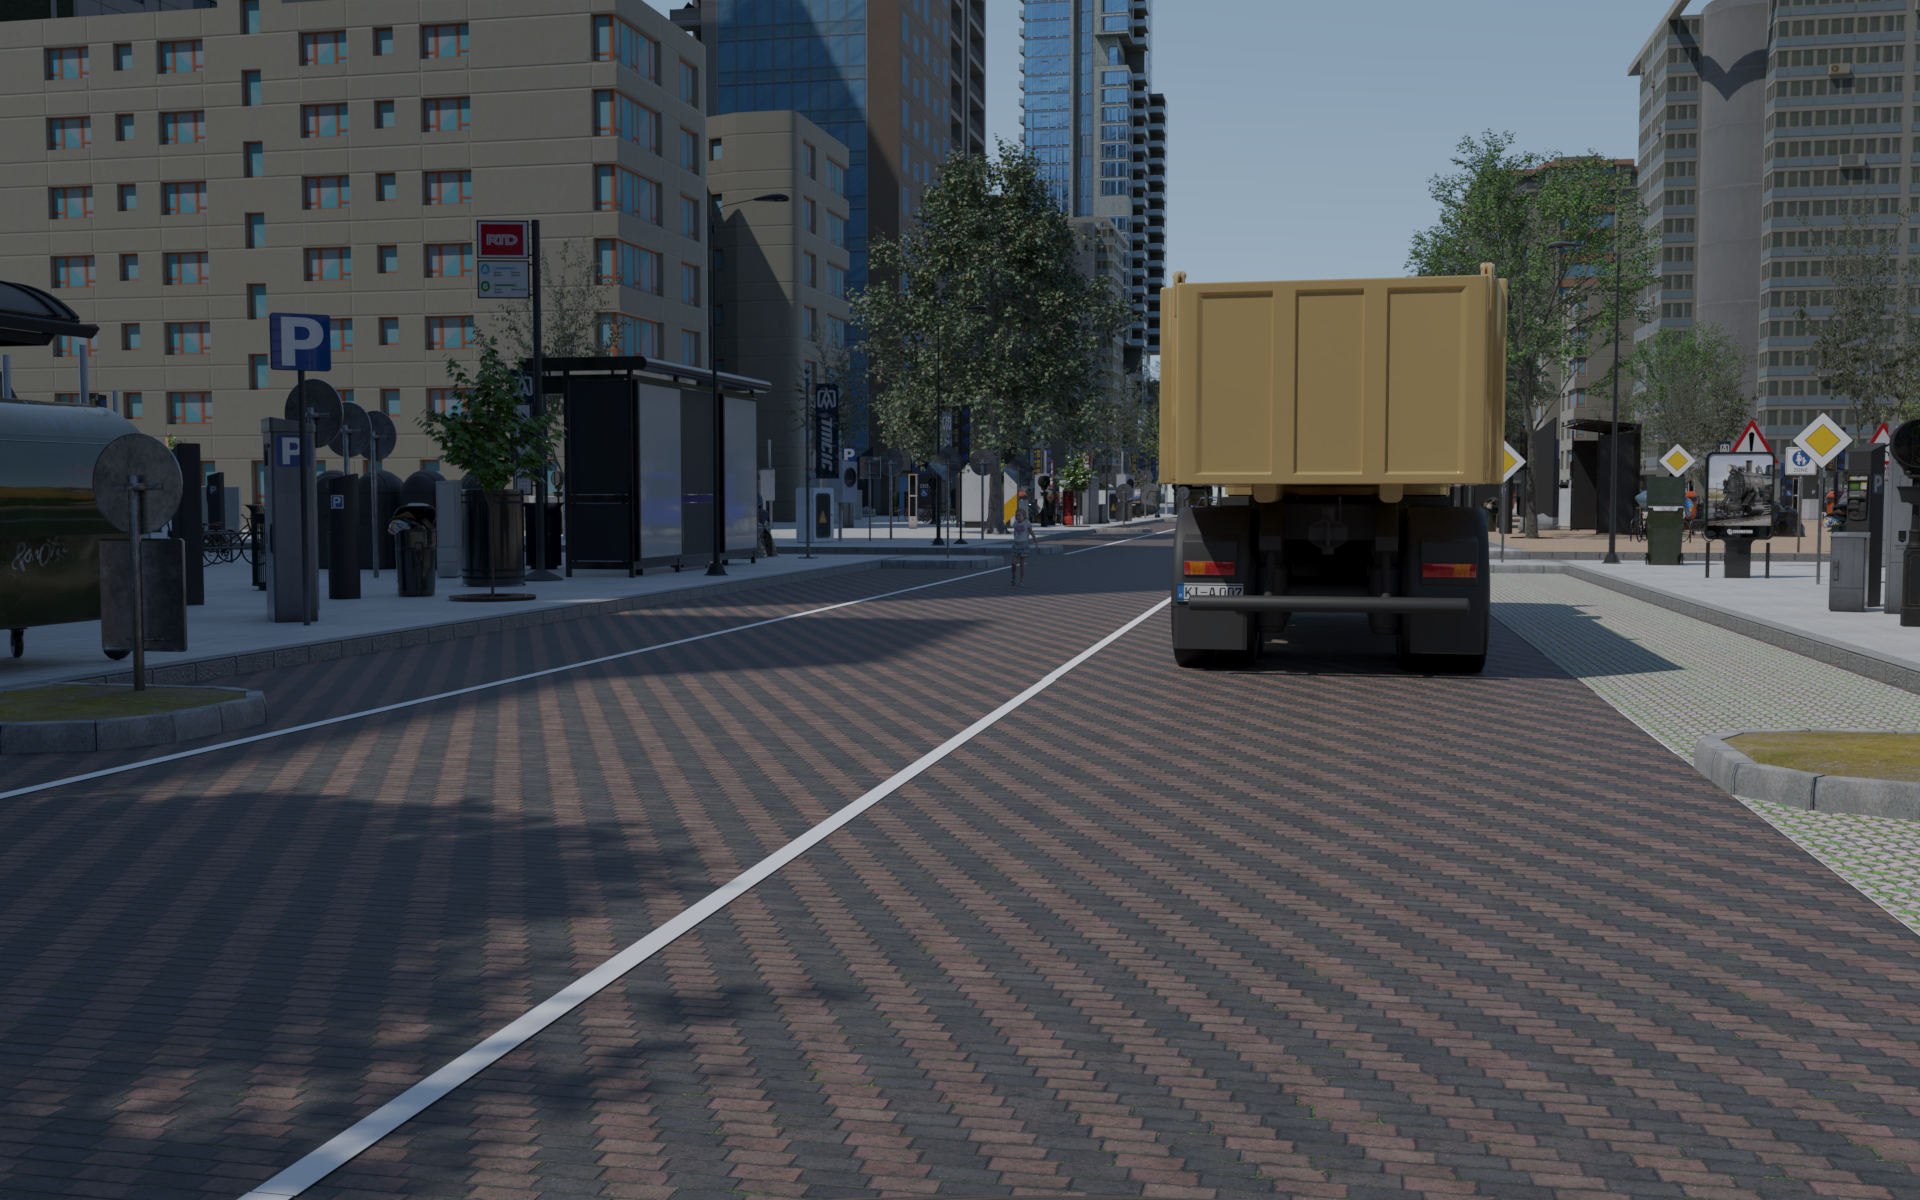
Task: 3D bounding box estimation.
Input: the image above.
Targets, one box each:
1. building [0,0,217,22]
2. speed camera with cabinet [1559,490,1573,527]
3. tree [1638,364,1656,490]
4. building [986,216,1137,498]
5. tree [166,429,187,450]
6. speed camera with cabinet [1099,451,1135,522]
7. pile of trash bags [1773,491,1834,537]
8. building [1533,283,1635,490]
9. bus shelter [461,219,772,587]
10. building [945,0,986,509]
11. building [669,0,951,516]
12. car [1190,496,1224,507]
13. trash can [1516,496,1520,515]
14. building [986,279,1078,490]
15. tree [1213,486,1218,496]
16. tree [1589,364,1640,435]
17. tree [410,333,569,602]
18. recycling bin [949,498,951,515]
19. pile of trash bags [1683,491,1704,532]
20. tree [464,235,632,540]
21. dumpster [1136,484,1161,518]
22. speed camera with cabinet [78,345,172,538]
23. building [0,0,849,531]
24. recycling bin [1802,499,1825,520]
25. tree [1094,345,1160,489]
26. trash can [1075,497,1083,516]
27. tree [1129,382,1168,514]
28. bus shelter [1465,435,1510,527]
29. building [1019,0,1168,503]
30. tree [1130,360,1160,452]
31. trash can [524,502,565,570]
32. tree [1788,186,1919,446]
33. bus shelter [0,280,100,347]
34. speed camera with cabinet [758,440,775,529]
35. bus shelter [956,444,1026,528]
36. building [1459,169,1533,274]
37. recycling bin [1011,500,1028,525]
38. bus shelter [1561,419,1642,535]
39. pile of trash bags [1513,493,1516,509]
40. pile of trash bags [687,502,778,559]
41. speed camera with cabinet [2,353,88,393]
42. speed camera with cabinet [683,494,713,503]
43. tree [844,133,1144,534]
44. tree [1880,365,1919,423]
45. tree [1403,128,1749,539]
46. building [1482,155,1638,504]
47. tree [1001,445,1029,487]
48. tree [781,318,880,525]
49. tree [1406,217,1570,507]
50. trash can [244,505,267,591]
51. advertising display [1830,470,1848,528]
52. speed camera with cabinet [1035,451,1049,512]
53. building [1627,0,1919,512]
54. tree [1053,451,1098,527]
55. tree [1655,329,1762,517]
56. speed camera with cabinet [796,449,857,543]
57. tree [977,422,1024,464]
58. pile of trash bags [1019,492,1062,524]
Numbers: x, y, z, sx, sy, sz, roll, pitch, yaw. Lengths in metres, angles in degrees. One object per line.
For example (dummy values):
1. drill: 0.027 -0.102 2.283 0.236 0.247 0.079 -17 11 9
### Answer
1. building: -47.428 -39.082 77.238 20.611 71.187 20.563 1 4 12
2. speed camera with cabinet: 24.105 -4.475 67.502 2.038 3.252 0.660 -3 5 -41
3. tree: 37.630 -8.502 89.371 4.360 8.622 3.978 0 3 0
4. building: 8.657 -32.867 229.260 32.217 40.220 23.993 1 4 12
5. tree: -23.075 -3.446 50.948 1.663 3.219 1.824 0 3 0
6. speed camera with cabinet: 7.183 -5.211 79.531 0.660 3.252 2.038 3 5 43
7. pile of trash bags: 24.972 -2.605 52.349 3.447 1.369 1.912 1 4 10
8. building: 67.152 -18.890 153.897 27.650 21.520 28.899 1 4 12
9. bus shelter: -5.455 -3.074 27.899 2.179 5.291 8.768 1 4 12
10. building: -6.782 -42.319 130.165 20.563 71.187 20.611 1 4 12
11. building: -8.810 -28.031 108.422 14.600 45.320 14.200 1 4 12
12. car: 10.411 -3.565 70.861 1.945 1.354 3.894 1 4 10
13. trash can: 34.150 -5.728 105.312 0.748 1.137 0.748 0 3 0
14. building: -4.652 -19.050 156.499 27.650 21.520 28.899 1 4 12
15. tree: 23.778 -14.716 157.618 9.611 12.733 9.660 0 3 0
16. tree: 37.403 -8.965 96.933 4.360 8.622 3.978 0 3 0
17. tree: -5.543 -1.612 20.952 1.663 3.219 1.824 0 3 0
18. recycling bin: -0.450 -5.843 108.085 0.722 1.027 0.722 0 4 4
19. pile of trash bags: 25.350 -3.096 60.377 1.912 1.369 3.447 1 4 17
20. tree: -11.354 -6.011 48.647 4.360 8.622 3.978 0 3 0
21. dumpster: 10.140 -5.356 93.337 1.264 1.857 1.865 1 4 12
22. speed camera with cabinet: -11.722 -1.799 23.743 0.660 3.252 2.038 0 4 7
23. building: -22.089 -14.110 75.744 27.650 21.520 28.899 1 4 12
24. recycling bin: 41.989 -4.455 85.397 0.722 1.027 0.722 0 4 -2
25. tree: 8.003 -8.227 84.880 4.360 8.622 3.978 0 3 0
26. trash can: 7.056 -5.498 101.538 0.748 1.137 0.748 0 3 0
27. tree: 12.968 -9.801 110.614 4.737 8.622 4.395 0 3 0
28. bus shelter: 20.314 -4.664 67.543 1.731 3.624 6.357 1 4 12
29. building: 19.965 -57.543 253.503 22.319 86.520 31.000 1 4 12
30. tree: 17.754 -13.410 129.619 12.009 13.543 11.850 0 3 0
31. trash can: -7.113 -1.096 29.571 0.748 1.137 0.748 0 3 0
32. tree: 21.835 -5.568 41.406 4.360 8.622 3.978 0 3 0
33. bus shelter: -9.730 -1.229 14.017 2.014 3.302 5.546 1 4 12
34. speed camera with cabinet: -7.381 -4.232 63.530 0.660 3.252 2.038 -2 4 -25
35. bus shelter: 1.105 -4.516 67.764 2.014 3.302 5.546 1 4 12
36. building: 84.522 -38.499 253.160 21.300 48.544 21.600 1 4 12
37. recycling bin: 2.379 -3.655 72.313 0.722 1.027 0.722 -2 4 -29
38. bus shelter: 21.071 -4.024 57.067 1.731 3.624 6.357 1 4 12
39. pile of trash bags: 27.629 -4.951 90.707 3.447 1.369 1.912 -1 4 -22
40. pile of trash bags: -5.392 -1.577 35.530 3.447 1.369 1.912 1 4 21
41. speed camera with cabinet: -12.981 -1.882 25.113 2.038 3.252 0.660 -2 4 -24
42. speed camera with cabinet: -8.112 -3.630 53.691 2.038 3.252 0.660 0 3 0
43. tree: 1.094 -8.477 55.599 9.611 12.733 9.660 0 3 0
44. tree: 53.138 -8.910 96.043 4.737 8.622 4.395 0 3 0
45. tree: 16.361 -7.579 49.677 9.928 11.665 9.643 0 3 0
46. building: 80.439 -35.088 228.316 22.147 44.769 28.867 1 4 12
47. tree: 2.341 -7.089 99.622 4.285 4.588 4.351 0 3 0
48. tree: -5.088 -7.419 71.661 4.360 8.622 3.978 0 3 0
49. tree: 23.092 -10.621 80.305 9.857 13.997 8.962 0 3 0
50. trash can: -9.151 -0.704 23.161 0.748 1.137 0.748 0 3 0
51. advertising display: 24.208 -2.570 47.226 0.974 1.923 0.123 -2 4 -25
52. speed camera with cabinet: 3.831 -5.211 79.531 0.660 3.252 2.038 1 4 10
53. building: 63.617 -26.618 127.089 32.217 40.220 23.993 1 4 12
54. tree: 4.574 -4.461 67.531 1.663 3.219 1.824 0 3 0
55. tree: 33.908 -7.784 77.631 4.360 8.622 3.978 0 3 0
56. speed camera with cabinet: -3.526 -3.155 45.920 0.660 3.252 2.038 2 4 32
57. tree: 1.232 -8.476 88.939 4.360 8.622 3.978 0 3 0
58. pile of trash bags: 3.201 -3.961 74.507 1.912 1.369 3.447 2 4 24
